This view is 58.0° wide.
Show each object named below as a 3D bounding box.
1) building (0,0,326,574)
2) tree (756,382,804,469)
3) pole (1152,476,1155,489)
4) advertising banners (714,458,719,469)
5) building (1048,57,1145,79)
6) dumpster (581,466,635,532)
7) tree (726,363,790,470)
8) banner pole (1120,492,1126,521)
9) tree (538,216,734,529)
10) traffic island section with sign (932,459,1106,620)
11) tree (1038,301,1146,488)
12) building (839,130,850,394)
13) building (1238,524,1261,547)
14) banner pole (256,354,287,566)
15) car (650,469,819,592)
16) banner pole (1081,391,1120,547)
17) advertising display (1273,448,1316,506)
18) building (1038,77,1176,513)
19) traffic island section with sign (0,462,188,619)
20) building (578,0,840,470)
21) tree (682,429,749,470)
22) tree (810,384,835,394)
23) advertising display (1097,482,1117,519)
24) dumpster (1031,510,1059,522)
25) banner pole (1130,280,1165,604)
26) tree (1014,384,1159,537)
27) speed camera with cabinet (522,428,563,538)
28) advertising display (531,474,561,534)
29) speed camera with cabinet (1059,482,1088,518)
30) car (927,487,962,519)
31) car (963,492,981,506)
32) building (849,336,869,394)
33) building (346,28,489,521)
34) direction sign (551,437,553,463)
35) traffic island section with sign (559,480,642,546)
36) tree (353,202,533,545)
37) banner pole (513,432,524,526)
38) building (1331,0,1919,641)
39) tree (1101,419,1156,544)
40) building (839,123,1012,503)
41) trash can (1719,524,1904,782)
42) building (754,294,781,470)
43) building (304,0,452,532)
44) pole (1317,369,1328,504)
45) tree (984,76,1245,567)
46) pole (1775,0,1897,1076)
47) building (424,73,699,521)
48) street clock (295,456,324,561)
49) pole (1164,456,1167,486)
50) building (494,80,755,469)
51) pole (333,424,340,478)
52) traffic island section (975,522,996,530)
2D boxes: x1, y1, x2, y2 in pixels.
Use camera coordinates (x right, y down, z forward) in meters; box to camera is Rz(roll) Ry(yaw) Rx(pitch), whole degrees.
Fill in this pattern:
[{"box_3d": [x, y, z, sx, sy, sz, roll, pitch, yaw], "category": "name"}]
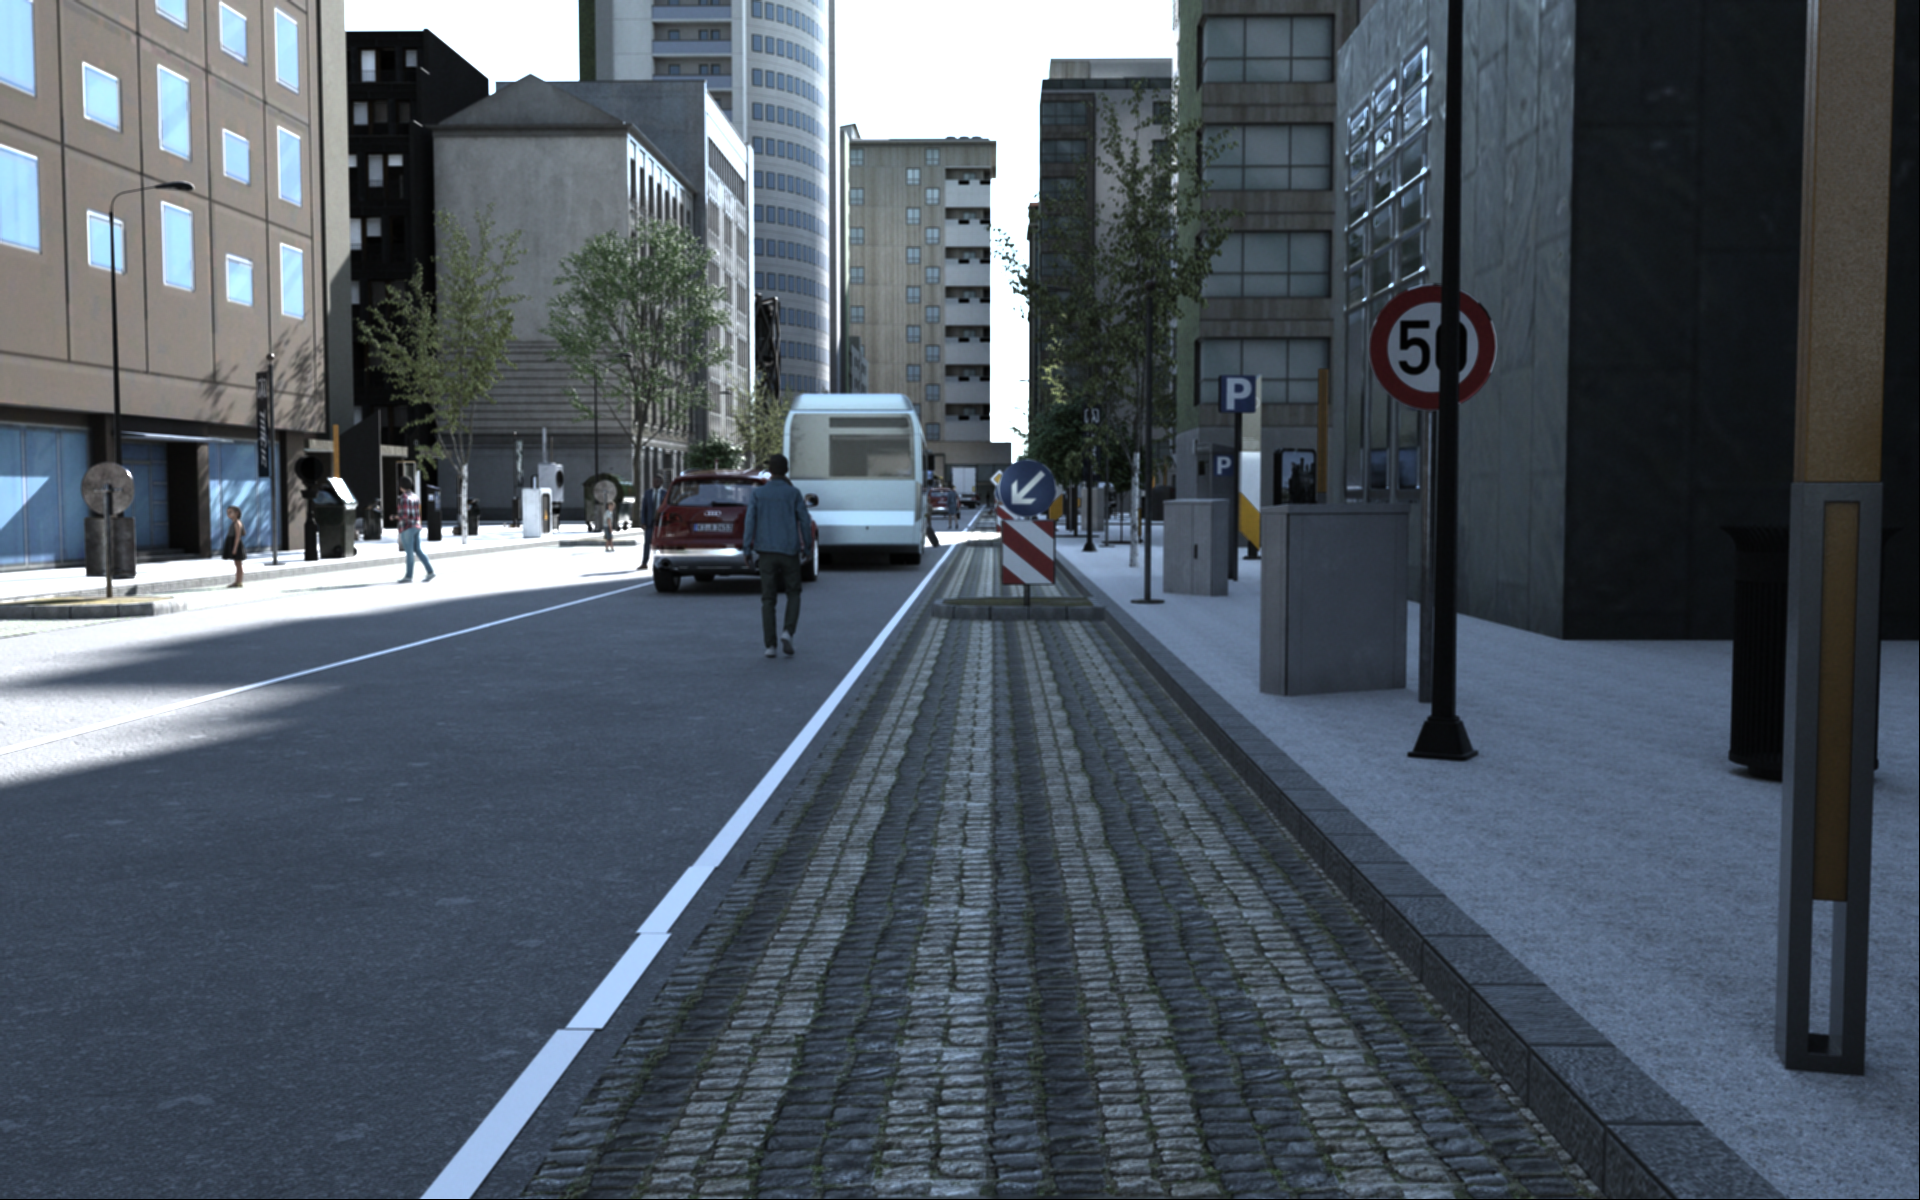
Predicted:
[{"box_3d": [-21.738, -23.356, 31.974, 14.600, 45.320, 14.200, 0, 4, 1], "category": "building"}, {"box_3d": [-11.703, -10.000, 113.855, 4.737, 8.622, 4.395, 0, 3, 0], "category": "tree"}, {"box_3d": [12.757, -7.369, 114.325, 0.158, 3.312, 0.155, 0, 3, 0], "category": "pole"}, {"box_3d": [-12.110, -5.380, 84.156, 0.090, 3.025, 2.074, 1, 4, 15], "category": "advertising banners"}, {"box_3d": [15.368, -29.510, 166.090, 14.154, 41.232, 14.086, 0, 4, 1], "category": "building"}, {"box_3d": [-12.066, -3.476, 59.334, 1.502, 2.255, 1.985, 0, 4, 1], "category": "dumpster"}, {"box_3d": [-11.367, -9.018, 97.800, 4.360, 8.622, 3.978, 0, 3, 0], "category": "tree"}, {"box_3d": [7.706, -5.699, 83.194, 0.401, 3.779, 0.863, -1, 4, -20], "category": "banner pole"}, {"box_3d": [-11.978, -8.485, 64.491, 9.928, 11.665, 9.643, 0, 3, 0], "category": "tree"}, {"box_3d": [0.676, -0.724, 20.462, 1.989, 1.847, 2.006, 0, 4, 1], "category": "traffic island section with sign"}, {"box_3d": [4.919, -7.046, 65.566, 4.360, 8.622, 3.978, 0, 3, 0], "category": "tree"}, {"box_3d": [-19.644, -30.930, 189.300, 14.154, 41.232, 14.086, 0, 4, 1], "category": "building"}, {"box_3d": [12.865, -22.230, 47.056, 14.154, 41.232, 14.086, 0, 4, 1], "category": "building"}, {"box_3d": [-12.458, -2.516, 31.154, 0.401, 3.779, 0.863, -3, 5, -44], "category": "banner pole"}, {"box_3d": [-3.402, -1.111, 26.846, 2.281, 1.827, 5.304, 0, 4, 1], "category": "car"}, {"box_3d": [3.360, -3.190, 42.180, 0.863, 3.779, 0.401, 1, 4, 20], "category": "banner pole"}, {"box_3d": [4.756, -1.187, 24.623, 0.123, 1.923, 0.974, 3, 5, 41], "category": "advertising display"}, {"box_3d": [12.578, -21.549, 124.019, 14.160, 30.474, 14.107, 0, 4, 1], "category": "building"}, {"box_3d": [-10.441, -0.737, 20.686, 1.989, 1.847, 2.006, 0, 4, 1], "category": "traffic island section with sign"}, {"box_3d": [-23.310, -38.229, 167.049, 21.231, 58.520, 28.212, 0, 4, 1], "category": "building"}, {"box_3d": [-12.446, -6.379, 88.010, 4.285, 4.588, 4.351, 0, 3, 0], "category": "tree"}, {"box_3d": [-10.738, -13.021, 147.301, 7.601, 10.594, 8.767, 2, 4, 34], "category": "tree"}, {"box_3d": [7.442, -5.046, 87.709, 0.974, 1.923, 0.123, 0, 4, 7], "category": "advertising display"}, {"box_3d": [3.905, -4.741, 80.003, 1.502, 2.255, 1.985, 0, 4, 1], "category": "dumpster"}, {"box_3d": [2.230, -1.869, 20.581, 0.401, 3.779, 0.863, 0, 4, 4], "category": "banner pole"}, {"box_3d": [3.405, -4.181, 52.080, 4.285, 4.588, 4.351, 0, 3, 0], "category": "tree"}, {"box_3d": [-12.257, -3.461, 50.919, 0.660, 3.252, 2.038, 0, 4, 6], "category": "speed camera with cabinet"}, {"box_3d": [-14.056, -3.277, 58.791, 0.974, 1.923, 0.123, -2, 4, -30], "category": "advertising display"}, {"box_3d": [6.130, -6.123, 94.442, 2.038, 3.252, 0.660, -3, 4, -37], "category": "speed camera with cabinet"}, {"box_3d": [-1.016, -5.613, 100.448, 2.281, 1.827, 5.304, 0, 4, -1], "category": "car"}, {"box_3d": [1.450, -12.595, 214.604, 2.281, 1.827, 5.304, 0, 4, 3], "category": "car"}, {"box_3d": [-26.675, -22.522, 213.278, 28.899, 21.520, 27.650, 0, 4, 1], "category": "building"}, {"box_3d": [-33.091, -15.735, 86.938, 15.834, 23.373, 12.332, 0, 4, 1], "category": "building"}, {"box_3d": [-16.143, -4.681, 68.531, 0.379, 3.537, 0.876, -1, 4, -11], "category": "direction sign"}, {"box_3d": [-9.918, -2.415, 48.111, 1.989, 1.847, 2.006, 0, 4, 1], "category": "traffic island section with sign"}, {"box_3d": [-12.700, -5.705, 43.642, 4.737, 8.622, 4.395, 0, 3, 0], "category": "tree"}, {"box_3d": [-17.941, -4.910, 70.288, 0.401, 3.779, 0.863, -3, 5, -45], "category": "banner pole"}, {"box_3d": [16.356, -42.490, 7.376, 22.319, 86.520, 31.000, 0, 4, 1], "category": "building"}, {"box_3d": [4.316, -3.077, 44.903, 1.663, 3.219, 1.824, 0, 3, 0], "category": "tree"}, {"box_3d": [-6.183, -40.653, 253.907, 27.495, 52.752, 28.713, 0, 4, 1], "category": "building"}, {"box_3d": [3.828, 0.233, 7.841, 0.748, 1.137, 0.748, 0, 3, 0], "category": "trash can"}, {"box_3d": [-21.998, -16.002, 129.088, 16.820, 18.784, 16.811, 0, 4, 1], "category": "building"}, {"box_3d": [-34.705, -24.599, 56.826, 28.867, 44.769, 22.147, 0, 4, 1], "category": "building"}, {"box_3d": [5.919, -2.107, 28.300, 0.158, 3.312, 0.155, 0, 3, 0], "category": "pole"}, {"box_3d": [2.876, -4.897, 30.423, 4.737, 8.622, 4.395, 0, 3, 0], "category": "tree"}, {"box_3d": [1.938, -0.610, 3.811, 0.158, 3.312, 0.155, 0, 3, 0], "category": "pole"}, {"box_3d": [-19.970, -14.754, 90.381, 9.793, 20.994, 18.267, 0, 4, 1], "category": "building"}, {"box_3d": [-12.416, -1.744, 33.085, 0.358, 2.002, 0.471, 3, 5, 44], "category": "street clock"}, {"box_3d": [11.011, -6.063, 92.965, 0.158, 3.312, 0.155, 0, 3, 0], "category": "pole"}, {"box_3d": [-20.335, -17.818, 109.339, 12.078, 24.808, 19.932, 0, 4, 1], "category": "building"}, {"box_3d": [-18.249, -3.479, 50.731, 0.158, 3.312, 0.155, 0, 3, 0], "category": "pole"}, {"box_3d": [1.627, -2.944, 70.415, 2.009, 0.180, 2.903, 0, 4, 1], "category": "traffic island section"}]
